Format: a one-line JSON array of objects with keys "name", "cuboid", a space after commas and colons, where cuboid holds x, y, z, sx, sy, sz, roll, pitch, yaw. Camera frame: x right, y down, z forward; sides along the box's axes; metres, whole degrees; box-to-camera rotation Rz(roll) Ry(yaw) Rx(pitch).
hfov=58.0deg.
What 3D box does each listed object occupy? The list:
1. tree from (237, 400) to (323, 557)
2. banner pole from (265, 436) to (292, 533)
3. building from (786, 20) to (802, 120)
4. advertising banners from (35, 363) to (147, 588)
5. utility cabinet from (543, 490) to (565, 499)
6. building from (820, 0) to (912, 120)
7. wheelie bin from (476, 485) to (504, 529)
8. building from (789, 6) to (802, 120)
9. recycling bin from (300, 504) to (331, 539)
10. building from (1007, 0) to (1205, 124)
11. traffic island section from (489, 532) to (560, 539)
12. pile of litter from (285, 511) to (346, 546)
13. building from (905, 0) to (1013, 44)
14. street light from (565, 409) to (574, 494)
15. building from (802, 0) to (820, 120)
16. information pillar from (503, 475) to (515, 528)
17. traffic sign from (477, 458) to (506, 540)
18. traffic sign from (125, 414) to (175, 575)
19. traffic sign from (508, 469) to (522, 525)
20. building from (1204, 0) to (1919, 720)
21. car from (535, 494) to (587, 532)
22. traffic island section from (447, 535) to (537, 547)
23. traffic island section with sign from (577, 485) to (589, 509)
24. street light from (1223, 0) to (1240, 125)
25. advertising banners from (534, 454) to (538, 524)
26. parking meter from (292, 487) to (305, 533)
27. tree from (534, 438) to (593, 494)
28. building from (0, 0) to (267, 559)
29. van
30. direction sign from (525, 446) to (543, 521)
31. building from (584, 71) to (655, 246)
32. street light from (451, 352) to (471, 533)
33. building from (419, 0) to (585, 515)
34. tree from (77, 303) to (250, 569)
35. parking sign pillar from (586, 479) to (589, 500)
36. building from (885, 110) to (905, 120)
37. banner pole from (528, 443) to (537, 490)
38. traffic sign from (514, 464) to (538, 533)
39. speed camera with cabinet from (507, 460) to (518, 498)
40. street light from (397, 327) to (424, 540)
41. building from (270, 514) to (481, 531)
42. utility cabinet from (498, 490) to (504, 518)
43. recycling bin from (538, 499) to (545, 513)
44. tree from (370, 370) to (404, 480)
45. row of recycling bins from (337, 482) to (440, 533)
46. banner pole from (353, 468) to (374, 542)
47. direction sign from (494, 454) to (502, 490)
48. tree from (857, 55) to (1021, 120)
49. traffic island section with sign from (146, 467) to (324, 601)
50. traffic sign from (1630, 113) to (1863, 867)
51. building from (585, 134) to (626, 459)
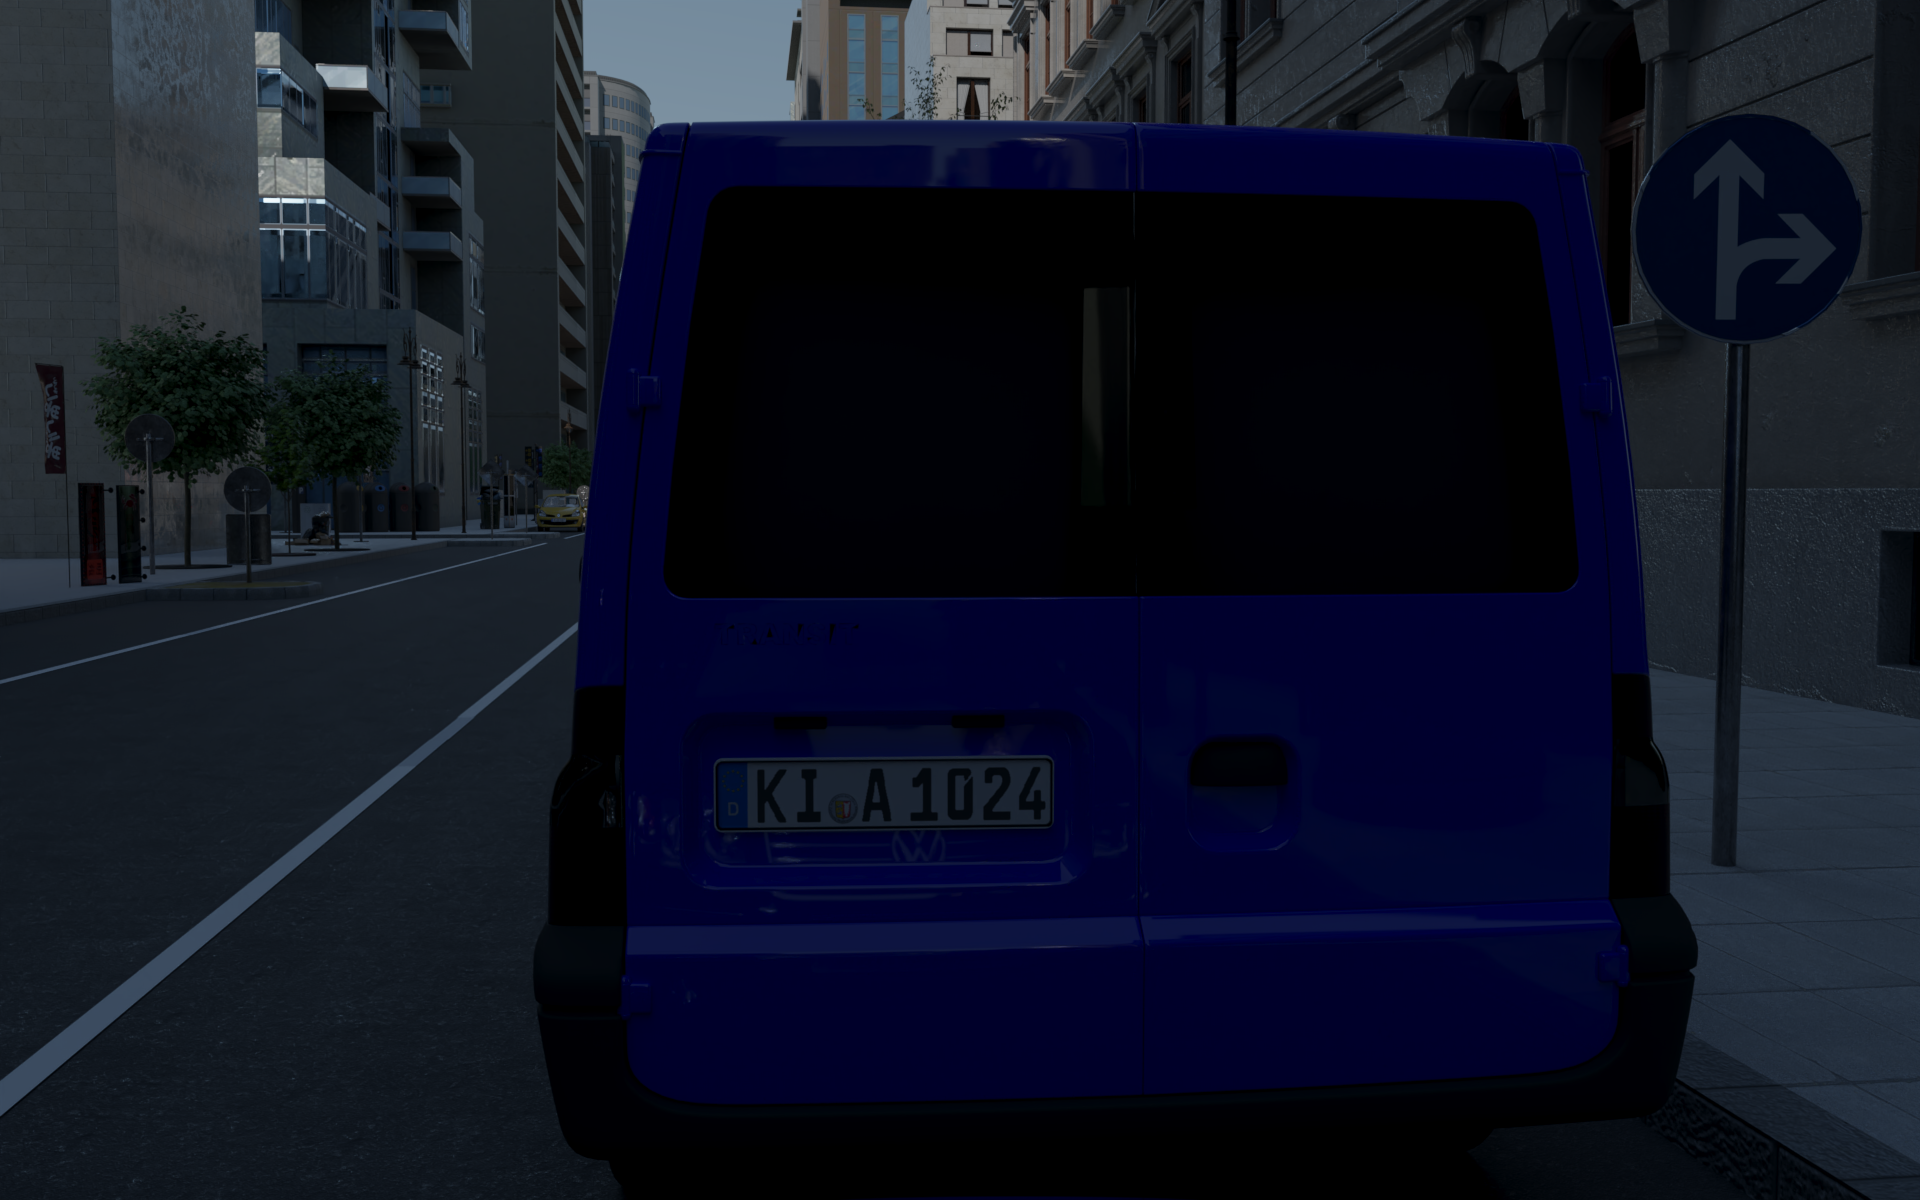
[{"name": "tree", "cuboid": [-14.033, -2.519, 35.794, 1.663, 3.219, 1.824, 0, 3, 0]}, {"name": "banner pole", "cuboid": [-22.421, -4.087, 56.840, 0.863, 3.779, 0.401, -1, 4, -18]}, {"name": "building", "cuboid": [-4.411, -36.902, 192.584, 28.713, 52.752, 27.495, 0, 4, -7]}, {"name": "advertising banners", "cuboid": [-12.107, -1.711, 24.166, 0.090, 3.025, 2.074, 1, 4, 12]}, {"name": "utility cabinet", "cuboid": [-22.345, -5.304, 95.402, 1.173, 1.500, 0.318, 0, 4, 0]}, {"name": "building", "cuboid": [-4.239, -30.142, 142.934, 14.600, 45.320, 14.200, 0, 4, -7]}, {"name": "wheelie bin", "cuboid": [-17.072, -3.374, 63.065, 0.980, 1.594, 0.693, -2, 4, -31]}, {"name": "building", "cuboid": [-18.003, -58.885, 275.438, 22.319, 86.520, 31.000, 0, 4, -7]}, {"name": "recycling bin", "cuboid": [-17.139, -2.050, 46.077, 0.722, 1.027, 0.722, -1, 4, -17]}, {"name": "building", "cuboid": [7.663, -12.294, 37.159, 11.583, 22.565, 21.152, 0, 4, -7]}, {"name": "traffic island section", "cuboid": [-14.222, -2.109, 56.760, 2.009, 0.180, 2.903, 0, 4, -7]}, {"name": "pile of litter", "cuboid": [-16.185, -1.805, 43.471, 1.719, 0.858, 1.176, 3, 4, 37]}, {"name": "building", "cuboid": [6.768, -12.947, 66.439, 16.860, 20.320, 10.420, 0, 4, -7]}, {"name": "street light", "cuboid": [-21.078, -7.389, 93.606, 0.468, 5.910, 1.993, 0, 4, -7]}, {"name": "building", "cuboid": [-4.363, -38.034, 163.852, 21.231, 58.520, 28.212, 0, 4, -7]}, {"name": "information pillar", "cuboid": [-16.989, -3.716, 65.241, 0.304, 2.012, 0.304, 2, 4, 31]}, {"name": "traffic sign", "cuboid": [-13.190, -2.761, 48.780, 0.795, 2.450, 0.064, 0, 4, -7]}, {"name": "traffic sign", "cuboid": [-12.875, -1.678, 27.540, 0.768, 2.556, 0.104, 0, 4, -5]}, {"name": "traffic sign", "cuboid": [-18.098, -4.189, 70.620, 0.606, 2.300, 0.079, 0, 4, -2]}, {"name": "building", "cuboid": [11.000, -13.898, 14.617, 14.401, 28.519, 23.554, 0, 4, -7]}, {"name": "car", "cuboid": [-15.264, -3.448, 66.590, 2.015, 1.641, 3.980, 0, 4, -8]}, {"name": "traffic island section", "cuboid": [-13.212, -1.624, 48.839, 2.009, 0.180, 2.903, 0, 4, -7]}, {"name": "traffic island section with sign", "cuboid": [-17.008, -4.276, 78.547, 1.989, 1.847, 2.006, 0, 4, -7]}, {"name": "street light", "cuboid": [1.662, -2.317, 10.676, 0.468, 5.910, 1.993, 0, 4, -7]}, {"name": "advertising banners", "cuboid": [-17.919, -4.716, 73.287, 0.090, 3.025, 2.074, -1, 4, -16]}, {"name": "parking meter", "cuboid": [-21.662, -3.120, 56.730, 0.255, 1.863, 0.399, 1, 4, 22]}, {"name": "tree", "cuboid": [-23.390, -7.419, 105.012, 4.285, 4.588, 4.351, 0, 3, 0]}, {"name": "building", "cuboid": [-25.638, -11.212, 38.074, 16.860, 20.320, 10.420, 0, 4, -7]}, {"name": "van", "cuboid": [0.007, -0.057, 5.316, 2.240, 2.365, 5.245, 0, 4, -6]}, {"name": "direction sign", "cuboid": [-20.227, -5.520, 82.248, 0.876, 3.537, 0.379, 1, 4, 11]}, {"name": "building", "cuboid": [-53.760, -42.819, 242.083, 21.231, 58.520, 28.212, 0, 4, -7]}, {"name": "street light", "cuboid": [-16.264, -5.127, 56.612, 0.468, 5.910, 1.993, 0, 4, -7]}, {"name": "building", "cuboid": [-36.766, -30.078, 115.482, 21.300, 48.544, 21.600, 0, 4, -7]}, {"name": "tree", "cuboid": [-13.486, -2.830, 29.981, 4.285, 4.588, 4.351, 0, 3, 0]}, {"name": "parking sign pillar", "cuboid": [-25.553, -8.086, 120.684, 1.447, 3.967, 1.447, 0, 4, -5]}, {"name": "building", "cuboid": [-1.109, -16.669, 101.415, 11.050, 23.489, 19.941, 0, 4, -7]}, {"name": "banner pole", "cuboid": [-21.103, -5.849, 85.644, 0.863, 3.779, 0.401, 2, 4, 35]}, {"name": "traffic sign", "cuboid": [-14.200, -3.245, 56.702, 0.795, 2.450, 0.064, 0, 4, -7]}, {"name": "speed camera with cabinet", "cuboid": [-26.707, -6.542, 101.305, 0.660, 3.252, 2.038, 1, 4, 23]}, {"name": "street light", "cuboid": [-15.196, -4.601, 48.015, 0.468, 5.910, 1.993, 0, 4, -7]}, {"name": "building", "cuboid": [-32.009, -46.452, 72.156, 22.319, 86.520, 31.000, 0, 4, -7]}, {"name": "utility cabinet", "cuboid": [-24.865, -5.126, 92.496, 1.173, 1.500, 0.318, 2, 4, 31]}, {"name": "recycling bin", "cuboid": [-20.714, -4.556, 87.047, 0.722, 1.027, 0.722, 3, 5, 40]}, {"name": "tree", "cuboid": [-14.172, -3.399, 39.290, 4.285, 4.588, 4.351, 0, 3, 0]}, {"name": "row of recycling bins", "cuboid": [-19.349, -3.148, 58.577, 3.534, 1.692, 1.069, -3, 5, -44]}, {"name": "banner pole", "cuboid": [-15.963, -3.451, 46.437, 0.401, 3.779, 0.863, 1, 4, 13]}, {"name": "direction sign", "cuboid": [-26.199, -6.506, 98.364, 0.379, 3.537, 0.876, -3, 5, -41]}, {"name": "tree", "cuboid": [-0.039, -4.838, 29.469, 4.360, 8.622, 3.978, 0, 3, 0]}, {"name": "traffic island section with sign", "cuboid": [-10.099, -0.961, 24.335, 1.989, 1.847, 2.006, 0, 4, -7]}, {"name": "traffic sign", "cuboid": [2.646, -0.356, 5.921, 0.768, 2.556, 0.104, 0, 4, 2]}, {"name": "building", "cuboid": [-44.360, -31.044, 191.160, 14.154, 41.232, 14.086, 0, 4, -7]}]
